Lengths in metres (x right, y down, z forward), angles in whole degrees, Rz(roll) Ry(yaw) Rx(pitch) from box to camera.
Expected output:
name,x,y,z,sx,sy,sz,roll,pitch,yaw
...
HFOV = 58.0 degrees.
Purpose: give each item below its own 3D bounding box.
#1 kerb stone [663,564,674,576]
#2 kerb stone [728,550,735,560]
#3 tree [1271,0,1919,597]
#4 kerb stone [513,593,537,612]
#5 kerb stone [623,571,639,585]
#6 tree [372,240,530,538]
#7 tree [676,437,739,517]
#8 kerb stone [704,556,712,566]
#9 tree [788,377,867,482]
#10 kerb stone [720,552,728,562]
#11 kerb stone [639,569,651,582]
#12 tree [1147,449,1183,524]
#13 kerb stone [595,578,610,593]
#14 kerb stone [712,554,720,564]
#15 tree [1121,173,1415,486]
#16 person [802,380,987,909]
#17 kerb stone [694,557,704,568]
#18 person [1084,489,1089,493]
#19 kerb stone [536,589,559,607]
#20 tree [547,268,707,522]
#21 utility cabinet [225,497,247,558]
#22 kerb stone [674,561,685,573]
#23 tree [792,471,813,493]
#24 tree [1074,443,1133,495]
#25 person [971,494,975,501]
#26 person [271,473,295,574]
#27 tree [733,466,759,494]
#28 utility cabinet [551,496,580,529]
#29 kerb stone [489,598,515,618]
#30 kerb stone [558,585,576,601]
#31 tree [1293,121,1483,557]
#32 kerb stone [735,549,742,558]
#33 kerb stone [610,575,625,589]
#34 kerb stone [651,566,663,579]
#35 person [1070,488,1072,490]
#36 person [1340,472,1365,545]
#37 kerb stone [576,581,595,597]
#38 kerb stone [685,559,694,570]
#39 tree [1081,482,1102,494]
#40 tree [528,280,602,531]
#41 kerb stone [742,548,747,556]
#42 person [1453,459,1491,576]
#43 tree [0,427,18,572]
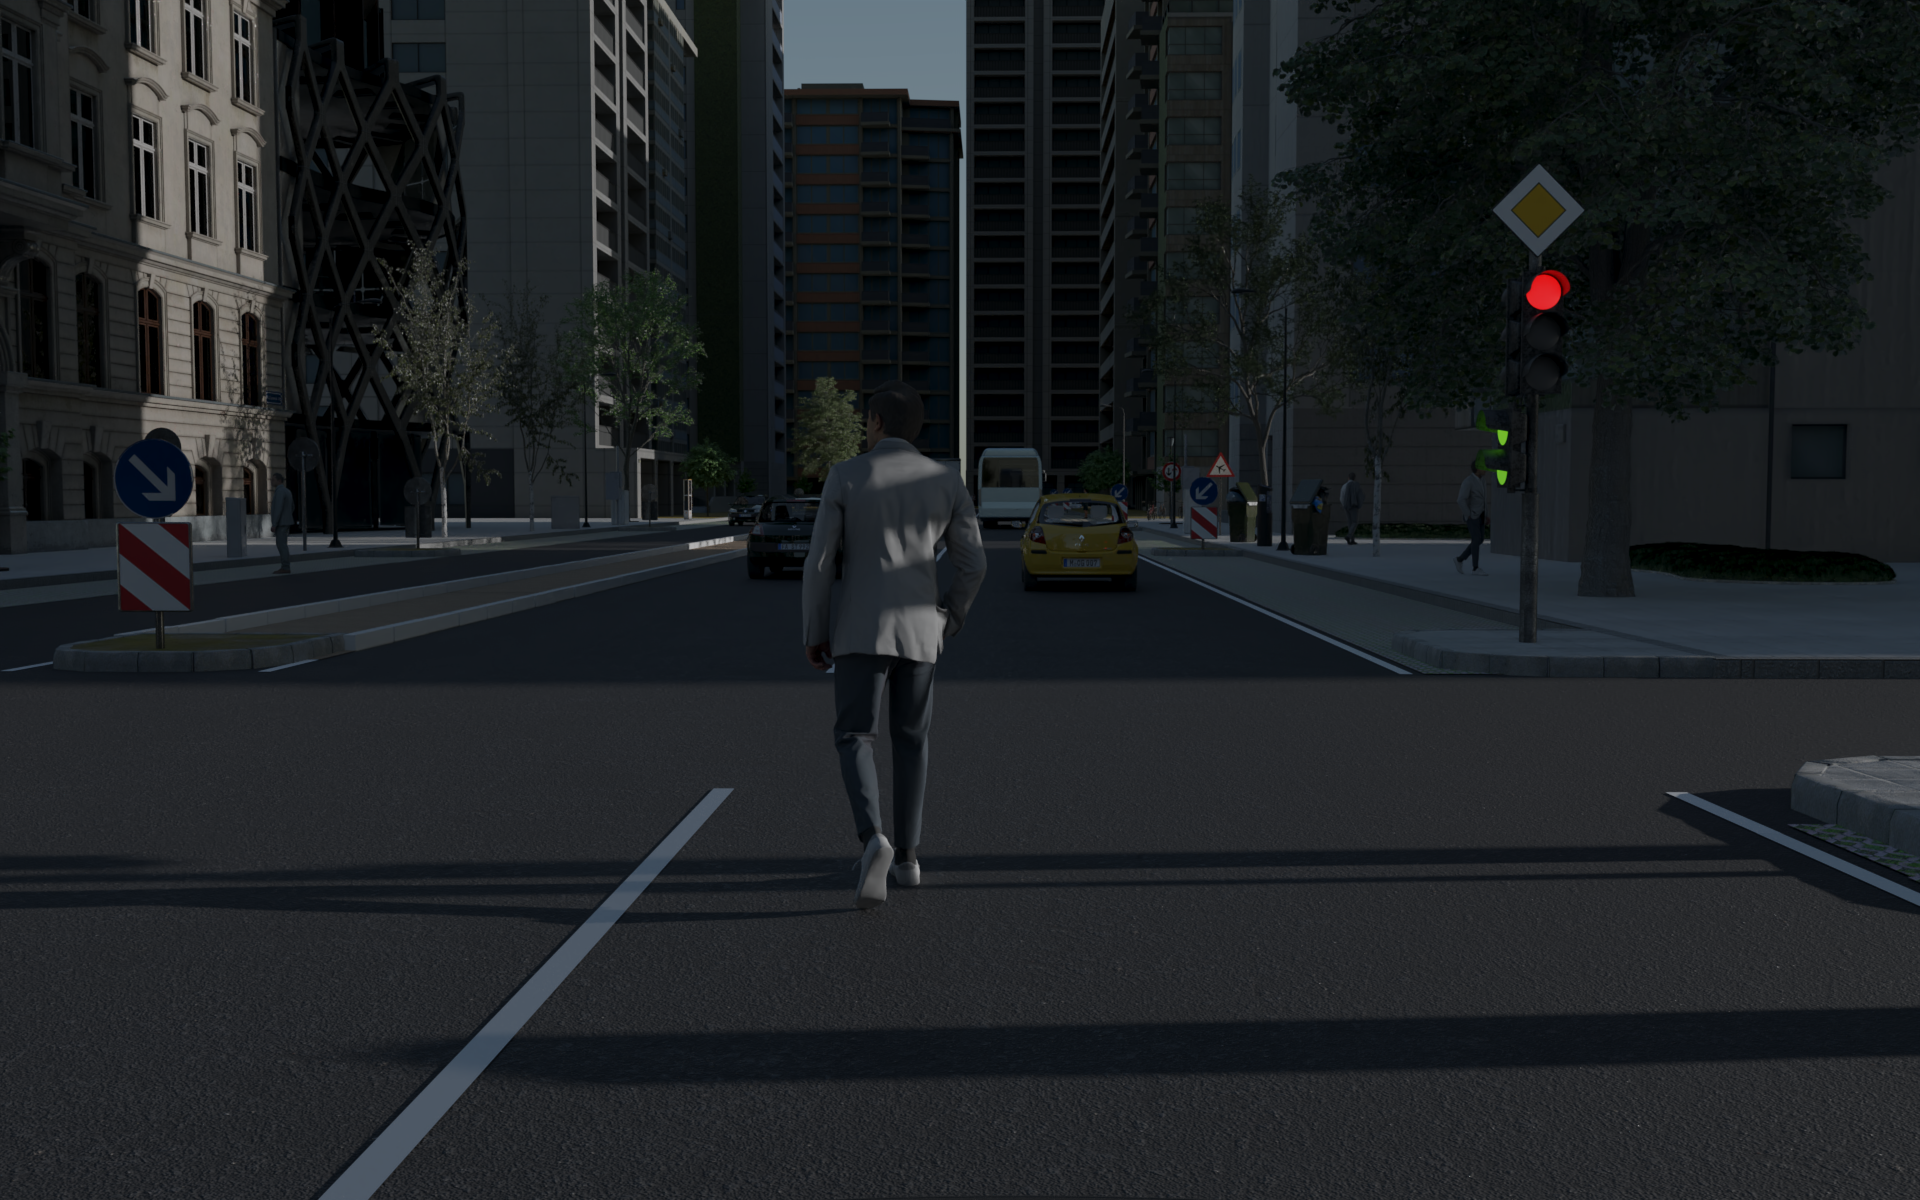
name,x,y,z,sx,sy,sz,roll,pitch,yaw
kerb stone,-5.249,-0.515,30.618,0.120,0.150,1.000,0,4,1
kerb stone,-5.093,-0.950,37.784,0.120,0.150,1.000,0,4,1
tree,8.107,-7.025,21.520,9.857,13.997,8.962,0,3,0
kerb stone,-5.439,0.050,21.372,0.120,0.150,1.000,0,4,1
kerb stone,-5.314,-0.327,27.549,0.120,0.150,1.000,0,4,1
tree,-14.984,-6.109,50.244,4.360,8.622,3.978,0,3,0
tree,-14.325,-6.976,97.776,4.285,4.588,4.351,0,3,0
kerb stone,-5.160,-0.765,34.713,0.120,0.150,1.000,0,4,1
tree,-12.776,-15.270,167.795,7.486,12.596,7.792,0,3,0
kerb stone,-5.115,-0.891,36.757,0.120,0.150,1.000,0,4,1
kerb stone,-5.294,-0.388,28.575,0.120,0.150,1.000,0,4,1
tree,9.049,-4.857,74.017,1.663,3.219,1.824,0,3,0
kerb stone,-5.357,-0.202,25.496,0.120,0.150,1.000,0,4,1
kerb stone,-5.136,-0.828,35.735,0.120,0.150,1.000,0,4,1
tree,8.840,-7.053,49.736,8.767,10.594,7.601,0,4,6
person,-0.225,0.133,6.180,0.661,1.843,0.795,-1,4,-12
kerb stone,-5.177,-0.703,33.691,0.120,0.150,1.000,0,4,1
person,7.168,-5.538,99.835,0.721,1.735,1.217,1,4,21
kerb stone,-5.415,-0.013,22.412,0.120,0.150,1.000,0,4,1
tree,-15.202,-9.387,79.225,9.928,11.665,9.643,0,3,0
utility cabinet,-14.783,-1.483,35.411,0.306,1.237,1.020,-1,4,-17
kerb stone,-5.222,-0.578,31.640,0.120,0.150,1.000,0,4,1
tree,-13.094,-9.267,146.112,1.663,3.219,1.824,0,3,0
tree,9.592,-7.851,112.076,4.285,4.588,4.351,0,3,0
person,0.918,-7.443,133.374,0.799,1.438,0.628,1,4,20
person,-12.142,-1.370,31.007,0.391,1.810,0.635,-1,4,-14
tree,-14.366,-7.372,115.137,1.663,3.219,1.824,0,3,0
utility cabinet,-14.544,-3.221,63.832,1.020,1.237,0.306,-1,4,-13
kerb stone,-5.463,0.113,20.348,0.120,0.150,1.000,0,4,1
kerb stone,-5.407,-0.076,23.440,0.120,0.150,1.000,0,4,1
tree,8.770,-5.195,35.302,4.360,8.622,3.978,0,3,0
kerb stone,-5.082,-1.013,38.813,0.120,0.150,1.000,0,4,1
kerb stone,-5.340,-0.259,26.524,0.120,0.150,1.000,0,4,1
kerb stone,-5.273,-0.453,29.597,0.120,0.150,1.000,0,4,1
person,9.793,-8.987,153.059,0.705,1.814,1.350,1,4,11
person,9.895,-2.293,43.633,0.679,1.850,0.850,3,4,37
kerb stone,-5.373,-0.139,24.466,0.120,0.150,1.000,0,4,1
kerb stone,-5.204,-0.640,32.664,0.120,0.150,1.000,0,4,1
tree,10.432,-8.623,135.595,1.663,3.219,1.824,0,3,0
tree,-14.579,-6.655,59.180,4.360,8.622,3.978,0,3,0
kerb stone,-5.059,-1.079,39.835,0.120,0.150,1.000,0,4,1
person,8.104,-1.321,27.489,0.661,1.843,0.795,-3,4,-38
tree,-16.456,-2.076,28.540,1.663,3.219,1.824,0,3,0
